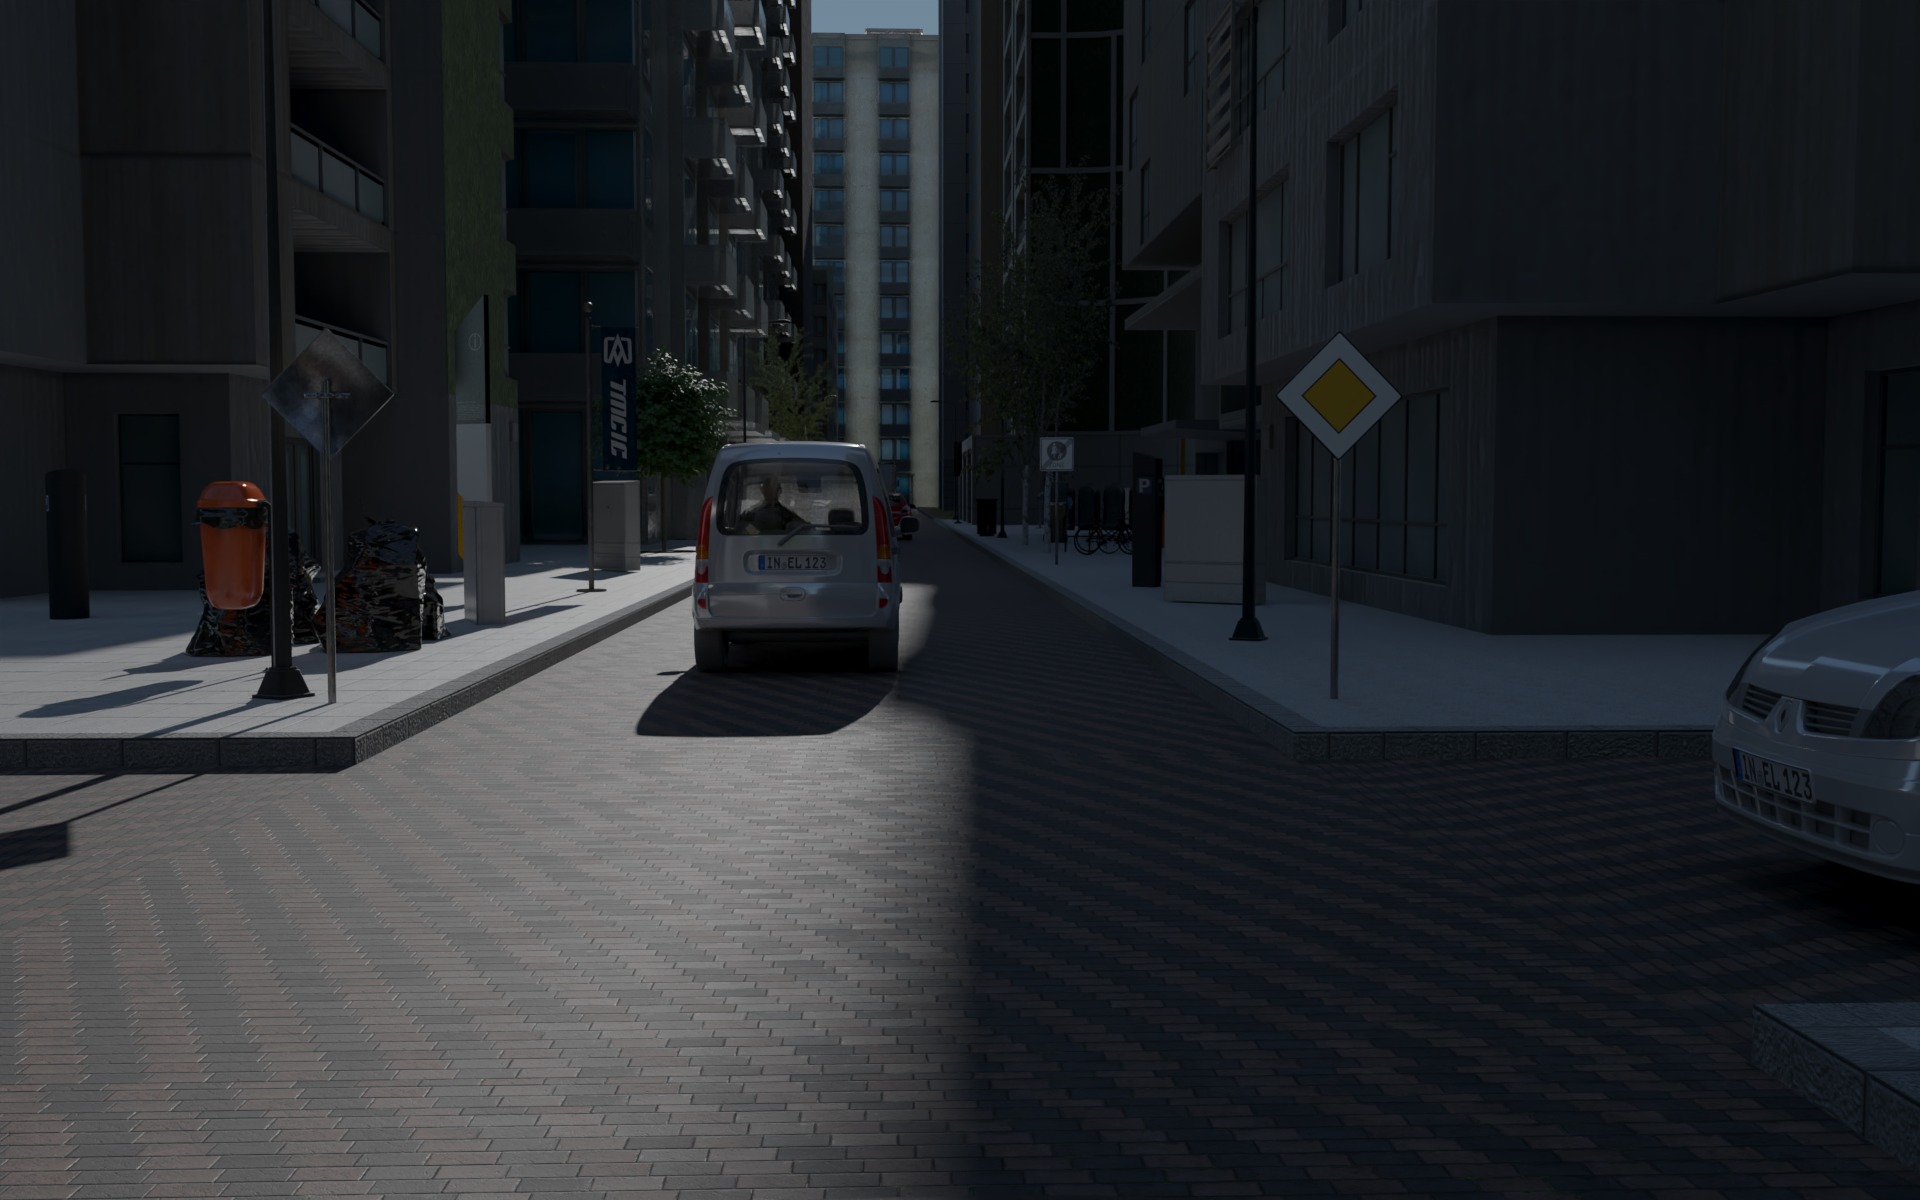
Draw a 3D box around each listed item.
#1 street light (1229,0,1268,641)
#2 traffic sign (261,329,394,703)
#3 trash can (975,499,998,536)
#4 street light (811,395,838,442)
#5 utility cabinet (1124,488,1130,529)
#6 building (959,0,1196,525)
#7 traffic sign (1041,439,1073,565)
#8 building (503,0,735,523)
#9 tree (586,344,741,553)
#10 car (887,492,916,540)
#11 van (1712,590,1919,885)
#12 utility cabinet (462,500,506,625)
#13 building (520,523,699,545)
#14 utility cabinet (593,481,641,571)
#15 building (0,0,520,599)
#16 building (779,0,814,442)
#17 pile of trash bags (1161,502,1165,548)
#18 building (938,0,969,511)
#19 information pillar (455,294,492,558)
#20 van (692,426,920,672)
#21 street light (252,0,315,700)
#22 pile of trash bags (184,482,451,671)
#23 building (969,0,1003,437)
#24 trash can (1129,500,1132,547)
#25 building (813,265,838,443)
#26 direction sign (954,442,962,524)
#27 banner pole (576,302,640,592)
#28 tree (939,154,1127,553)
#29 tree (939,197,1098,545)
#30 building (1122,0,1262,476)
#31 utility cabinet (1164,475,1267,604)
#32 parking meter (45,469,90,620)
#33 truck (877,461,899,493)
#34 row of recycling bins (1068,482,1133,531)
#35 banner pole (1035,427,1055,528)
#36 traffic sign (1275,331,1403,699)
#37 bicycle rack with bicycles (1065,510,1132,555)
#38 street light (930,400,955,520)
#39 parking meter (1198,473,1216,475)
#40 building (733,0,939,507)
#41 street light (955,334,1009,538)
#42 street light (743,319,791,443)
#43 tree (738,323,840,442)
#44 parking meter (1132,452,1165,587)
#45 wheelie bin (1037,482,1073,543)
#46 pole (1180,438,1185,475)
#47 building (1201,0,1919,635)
[{"bbox_3d":[1.998,-2.600,15.052,1.470,5.913,1.316,0,4,-2],"label":"street light"},{"bbox_3d":[-3.849,-0.424,10.567,0.795,2.450,0.064,0,4,-2],"label":"traffic sign"},{"bbox_3d":[0.816,-2.520,52.859,0.748,1.137,0.748,0,3,0],"label":"trash can"},{"bbox_3d":[-6.447,-6.668,81.561,1.470,5.913,1.316,0,4,-2],"label":"street light"},{"bbox_3d":[6.100,-3.349,63.441,0.318,1.500,1.173,-2,4,-23],"label":"utility cabinet"},{"bbox_3d":[10.518,-38.922,74.622,20.563,71.187,20.611,0,4,-2],"label":"building"},{"bbox_3d":[1.750,-1.786,31.326,0.606,2.300,0.079,0,4,7],"label":"traffic sign"},{"bbox_3d":[-21.015,-29.357,99.592,23.786,49.044,30.456,0,4,-2],"label":"building"},{"bbox_3d":[-6.457,-3.330,38.152,4.285,4.588,4.351,0,3,0],"label":"tree"},{"bbox_3d":[-2.473,-2.845,55.563,2.155,1.783,4.494,0,4,-4],"label":"car"},{"bbox_3d":[4.812,0.064,5.970,4.112,2.044,2.013,0,4,-2],"label":"van"},{"bbox_3d":[-4.790,-0.384,17.443,0.306,1.237,1.020,-1,4,-23],"label":"utility cabinet"},{"bbox_3d":[-17.881,-26.598,54.490,23.786,49.044,30.456,0,4,-2],"label":"building"},{"bbox_3d":[-5.772,-1.233,28.845,0.318,1.500,1.173,-3,5,-41],"label":"utility cabinet"},{"bbox_3d":[-15.115,-20.856,24.599,14.154,41.232,14.086,0,4,-2],"label":"building"},{"bbox_3d":[-17.694,-28.896,122.562,14.600,45.320,14.200,0,4,-2],"label":"building"},{"bbox_3d":[4.239,-1.080,27.418,3.447,1.369,1.912,-2,4,-35],"label":"pile of trash bags"},{"bbox_3d":[8.663,-36.964,146.356,21.231,58.520,28.212,0,4,-2],"label":"building"},{"bbox_3d":[-5.739,-1.782,20.485,0.504,3.616,0.183,2,4,28],"label":"information pillar"},{"bbox_3d":[-1.356,-0.510,15.349,2.013,2.044,4.112,0,4,-2],"label":"van"},{"bbox_3d":[-3.734,-2.339,10.781,1.470,5.913,1.316,0,4,-2],"label":"street light"},{"bbox_3d":[-5.341,-0.260,14.005,1.912,1.369,3.447,0,4,-4],"label":"pile of trash bags"},{"bbox_3d":[7.702,-27.302,96.502,14.600,45.320,14.200,0,4,-2],"label":"building"},{"bbox_3d":[4.295,-1.749,40.248,0.748,1.137,0.748,0,3,0],"label":"trash can"},{"bbox_3d":[-25.279,-18.481,147.204,28.899,21.520,27.650,0,4,-2],"label":"building"},{"bbox_3d":[-0.086,-5.094,75.282,0.379,3.537,0.876,1,4,22],"label":"direction sign"},{"bbox_3d":[-4.642,-2.005,22.796,0.863,3.779,0.401,-2,4,-23],"label":"banner pole"},{"bbox_3d":[1.834,-5.363,38.047,4.360,8.622,3.978,0,3,0],"label":"tree"},{"bbox_3d":[1.597,-5.700,43.560,4.737,8.622,4.395,0,3,0],"label":"tree"},{"bbox_3d":[19.224,-27.784,43.502,28.713,52.752,27.495,0,4,-2],"label":"building"},{"bbox_3d":[2.990,-0.709,20.271,1.173,1.500,0.318,2,4,34],"label":"utility cabinet"},{"bbox_3d":[-9.180,-0.575,17.813,0.372,1.533,0.369,0,3,0],"label":"parking meter"},{"bbox_3d":[-6.965,-10.131,154.549,2.839,4.237,11.283,0,4,-1],"label":"truck"},{"bbox_3d":[5.051,-3.318,61.357,3.534,1.692,1.069,0,4,7],"label":"row of recycling bins"},{"bbox_3d":[3.231,-4.573,64.792,0.863,3.779,0.401,0,4,-7],"label":"banner pole"},{"bbox_3d":[2.341,-0.437,10.785,0.795,2.450,0.064,0,4,-2],"label":"traffic sign"},{"bbox_3d":[3.579,-1.481,37.590,2.925,0.926,2.852,-1,4,-12],"label":"bicycle rack with bicycles"},{"bbox_3d":[-0.766,-6.929,85.831,1.470,5.913,1.316,0,4,-2],"label":"street light"},{"bbox_3d":[3.039,-0.803,21.543,0.372,1.533,0.369,0,3,0],"label":"parking meter"},{"bbox_3d":[-6.943,-34.346,181.171,30.456,49.044,23.786,0,4,-2],"label":"building"},{"bbox_3d":[0.698,-4.765,50.445,1.470,5.913,1.316,0,4,-2],"label":"street light"},{"bbox_3d":[-5.196,-4.503,46.167,1.470,5.913,1.316,0,4,-2],"label":"street light"},{"bbox_3d":[-7.520,-7.658,75.572,4.737,8.622,4.395,0,3,0],"label":"tree"},{"bbox_3d":[2.597,-1.112,23.898,0.399,1.863,0.255,2,4,27],"label":"parking meter"},{"bbox_3d":[2.514,-2.317,45.798,0.980,1.594,0.693,1,4,9],"label":"wheelie bin"},{"bbox_3d":[7.760,-4.070,60.385,0.158,3.312,0.155,0,3,0],"label":"pole"},{"bbox_3d":[10.675,-20.444,17.855,14.086,41.232,14.154,0,4,-2],"label":"building"}]
